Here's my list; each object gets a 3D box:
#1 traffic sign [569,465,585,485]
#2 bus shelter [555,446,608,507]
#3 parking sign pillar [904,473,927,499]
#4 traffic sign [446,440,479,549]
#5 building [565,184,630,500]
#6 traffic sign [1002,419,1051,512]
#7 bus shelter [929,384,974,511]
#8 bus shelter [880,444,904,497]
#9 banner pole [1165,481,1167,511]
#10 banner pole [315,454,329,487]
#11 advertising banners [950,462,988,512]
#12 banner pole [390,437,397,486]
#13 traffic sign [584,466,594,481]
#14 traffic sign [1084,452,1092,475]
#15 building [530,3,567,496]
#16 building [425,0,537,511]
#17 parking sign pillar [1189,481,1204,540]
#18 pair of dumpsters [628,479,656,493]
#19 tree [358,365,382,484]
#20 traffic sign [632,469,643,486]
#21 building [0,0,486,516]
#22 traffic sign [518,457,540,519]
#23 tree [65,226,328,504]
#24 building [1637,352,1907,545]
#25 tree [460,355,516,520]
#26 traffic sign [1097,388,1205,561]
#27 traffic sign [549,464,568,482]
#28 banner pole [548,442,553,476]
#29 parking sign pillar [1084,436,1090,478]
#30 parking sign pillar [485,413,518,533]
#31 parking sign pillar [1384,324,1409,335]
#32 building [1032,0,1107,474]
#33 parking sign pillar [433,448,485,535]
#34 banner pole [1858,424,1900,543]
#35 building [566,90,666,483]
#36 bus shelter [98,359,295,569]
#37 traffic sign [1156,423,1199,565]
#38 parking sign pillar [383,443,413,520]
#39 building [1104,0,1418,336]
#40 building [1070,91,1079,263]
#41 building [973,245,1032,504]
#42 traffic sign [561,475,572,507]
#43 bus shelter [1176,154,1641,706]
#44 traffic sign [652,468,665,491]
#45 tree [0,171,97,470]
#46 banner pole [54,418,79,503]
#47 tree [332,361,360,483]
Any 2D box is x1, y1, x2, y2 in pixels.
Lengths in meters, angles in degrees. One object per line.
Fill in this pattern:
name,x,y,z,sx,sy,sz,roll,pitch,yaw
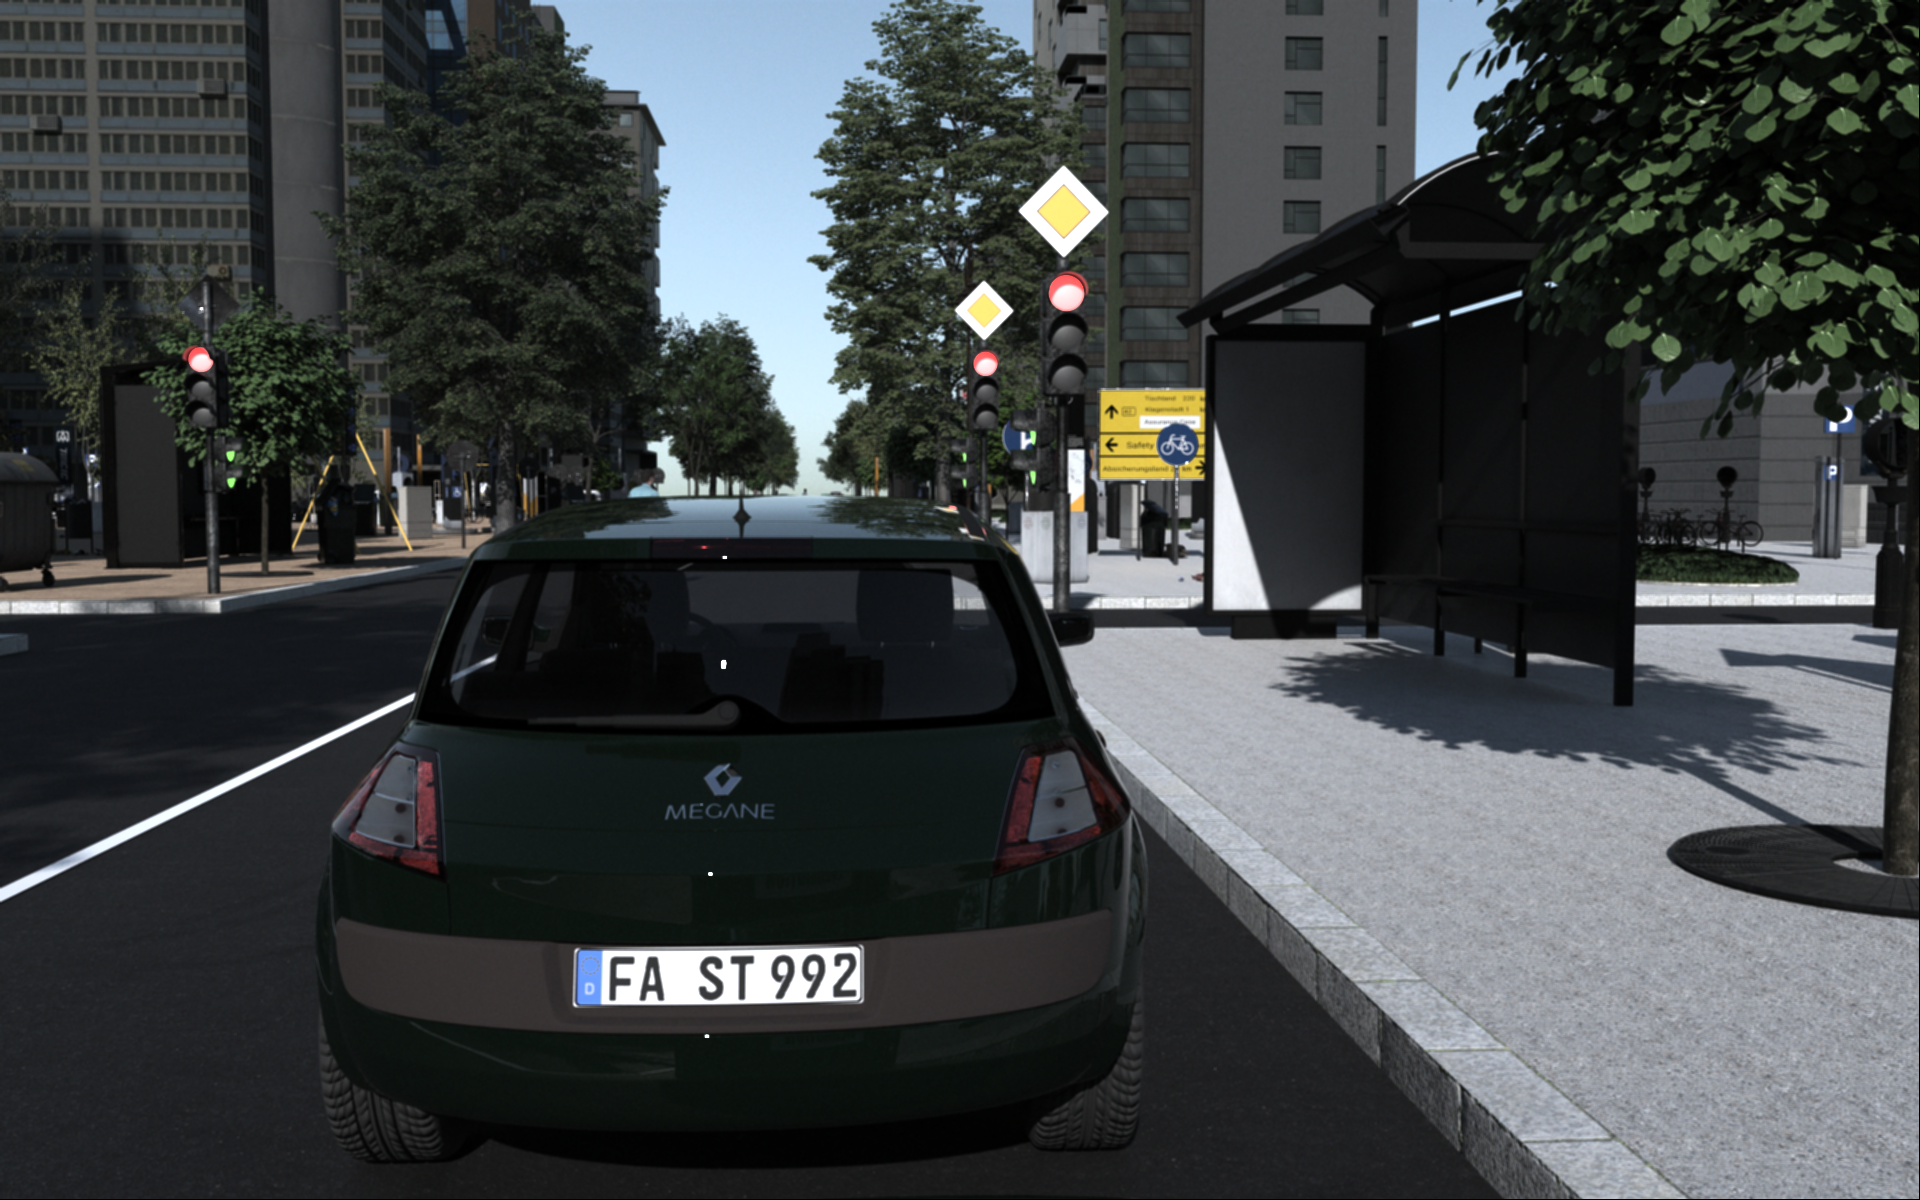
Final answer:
traffic sign,-16.864,-4.665,76.381,0.768,2.556,0.104,0,4,1
bus shelter,-18.575,-5.748,85.267,1.731,3.624,6.357,0,4,-4
parking sign pillar,-1.832,-5.094,71.754,1.447,3.967,1.447,2,4,26
traffic sign,-11.665,-2.479,40.636,0.768,2.556,0.104,0,4,-1
building,-53.077,-31.311,203.820,32.217,40.220,23.993,0,4,-4
traffic sign,1.040,-1.635,26.835,0.768,2.556,0.104,0,4,1
bus shelter,-0.155,-5.088,60.816,2.179,5.291,8.768,0,4,-4
bus shelter,-2.744,-5.427,80.018,1.731,3.624,6.357,0,4,-4
banner pole,9.329,-5.393,78.191,0.401,3.779,0.863,0,4,6
banner pole,-27.698,-5.202,75.071,0.401,3.779,0.863,2,4,35
advertising banners,0.100,-3.634,55.604,2.074,3.025,0.090,-3,5,-42
banner pole,-24.745,-5.240,75.699,0.401,3.779,0.863,0,4,1
traffic sign,-16.490,-4.717,77.235,0.768,2.556,0.104,0,4,-1
traffic sign,3.449,-3.069,50.286,0.768,2.556,0.104,0,4,2
building,-39.981,-27.937,140.358,14.154,41.232,14.086,0,4,-4
building,-39.298,-29.114,126.130,14.600,45.320,14.200,0,4,-4
parking sign pillar,7.266,-3.721,49.306,1.447,3.967,1.447,3,4,36
pair of dumpsters,-17.088,-5.488,92.226,1.574,2.255,4.437,0,4,-4
tree,-32.845,-8.676,92.217,4.737,8.622,4.395,0,3,0
traffic sign,-16.271,-5.372,87.942,0.768,2.556,0.104,0,4,1
building,-46.514,-25.362,106.553,32.217,40.220,23.993,0,4,-4
traffic sign,-14.743,-3.617,59.237,0.768,2.556,0.104,0,4,-1
tree,-21.196,-5.989,48.275,4.737,8.622,4.395,0,3,0
building,35.150,-31.093,50.364,28.212,58.520,21.231,0,4,-4
tree,-23.632,-8.222,84.796,4.360,8.622,3.978,0,3,0
traffic sign,3.767,-2.406,33.216,2.265,3.308,0.079,0,4,3
traffic sign,-16.861,-4.444,72.765,0.768,2.556,0.104,0,4,-1
banner pole,-18.783,-5.470,79.452,0.401,3.779,0.863,-2,4,-30
parking sign pillar,5.918,-5.659,80.995,1.447,3.967,1.447,-1,4,-16
parking sign pillar,-15.059,-4.199,57.120,1.447,3.967,1.447,-3,4,-37
parking sign pillar,6.572,-2.228,24.902,1.447,3.967,1.447,3,5,42
building,20.932,-34.105,146.851,28.713,52.752,27.495,0,4,-4
parking sign pillar,-15.989,-4.045,54.615,1.447,3.967,1.447,-2,4,-28
banner pole,15.362,-2.372,28.794,0.401,3.779,0.863,-2,4,-33
building,-54.401,-39.191,230.015,28.713,52.752,27.495,0,4,-4
bus shelter,-14.102,-2.534,32.707,1.731,3.624,6.357,0,4,-4
traffic sign,3.905,-1.903,31.227,0.768,2.556,0.104,0,4,-2
parking sign pillar,-26.796,-5.759,82.627,1.447,3.967,1.447,-1,4,-20
building,14.162,-19.346,88.012,14.160,30.474,14.107,0,4,-4
building,14.805,-21.676,126.099,14.160,30.474,14.107,0,4,-4
building,14.550,-33.897,246.101,32.217,40.220,23.993,0,4,-4
traffic sign,-18.636,-4.962,81.134,0.884,2.594,0.081,0,4,4
bus shelter,3.129,-1.153,12.783,2.014,3.302,5.546,0,4,-4
traffic sign,-14.749,-5.151,84.331,0.768,2.556,0.104,0,4,3
tree,-18.072,-4.942,31.159,4.360,8.622,3.978,0,3,0
banner pole,-29.485,-4.118,57.351,0.863,3.779,0.401,-1,4,-19
tree,-26.773,-7.151,67.284,4.737,8.622,4.395,0,3,0
